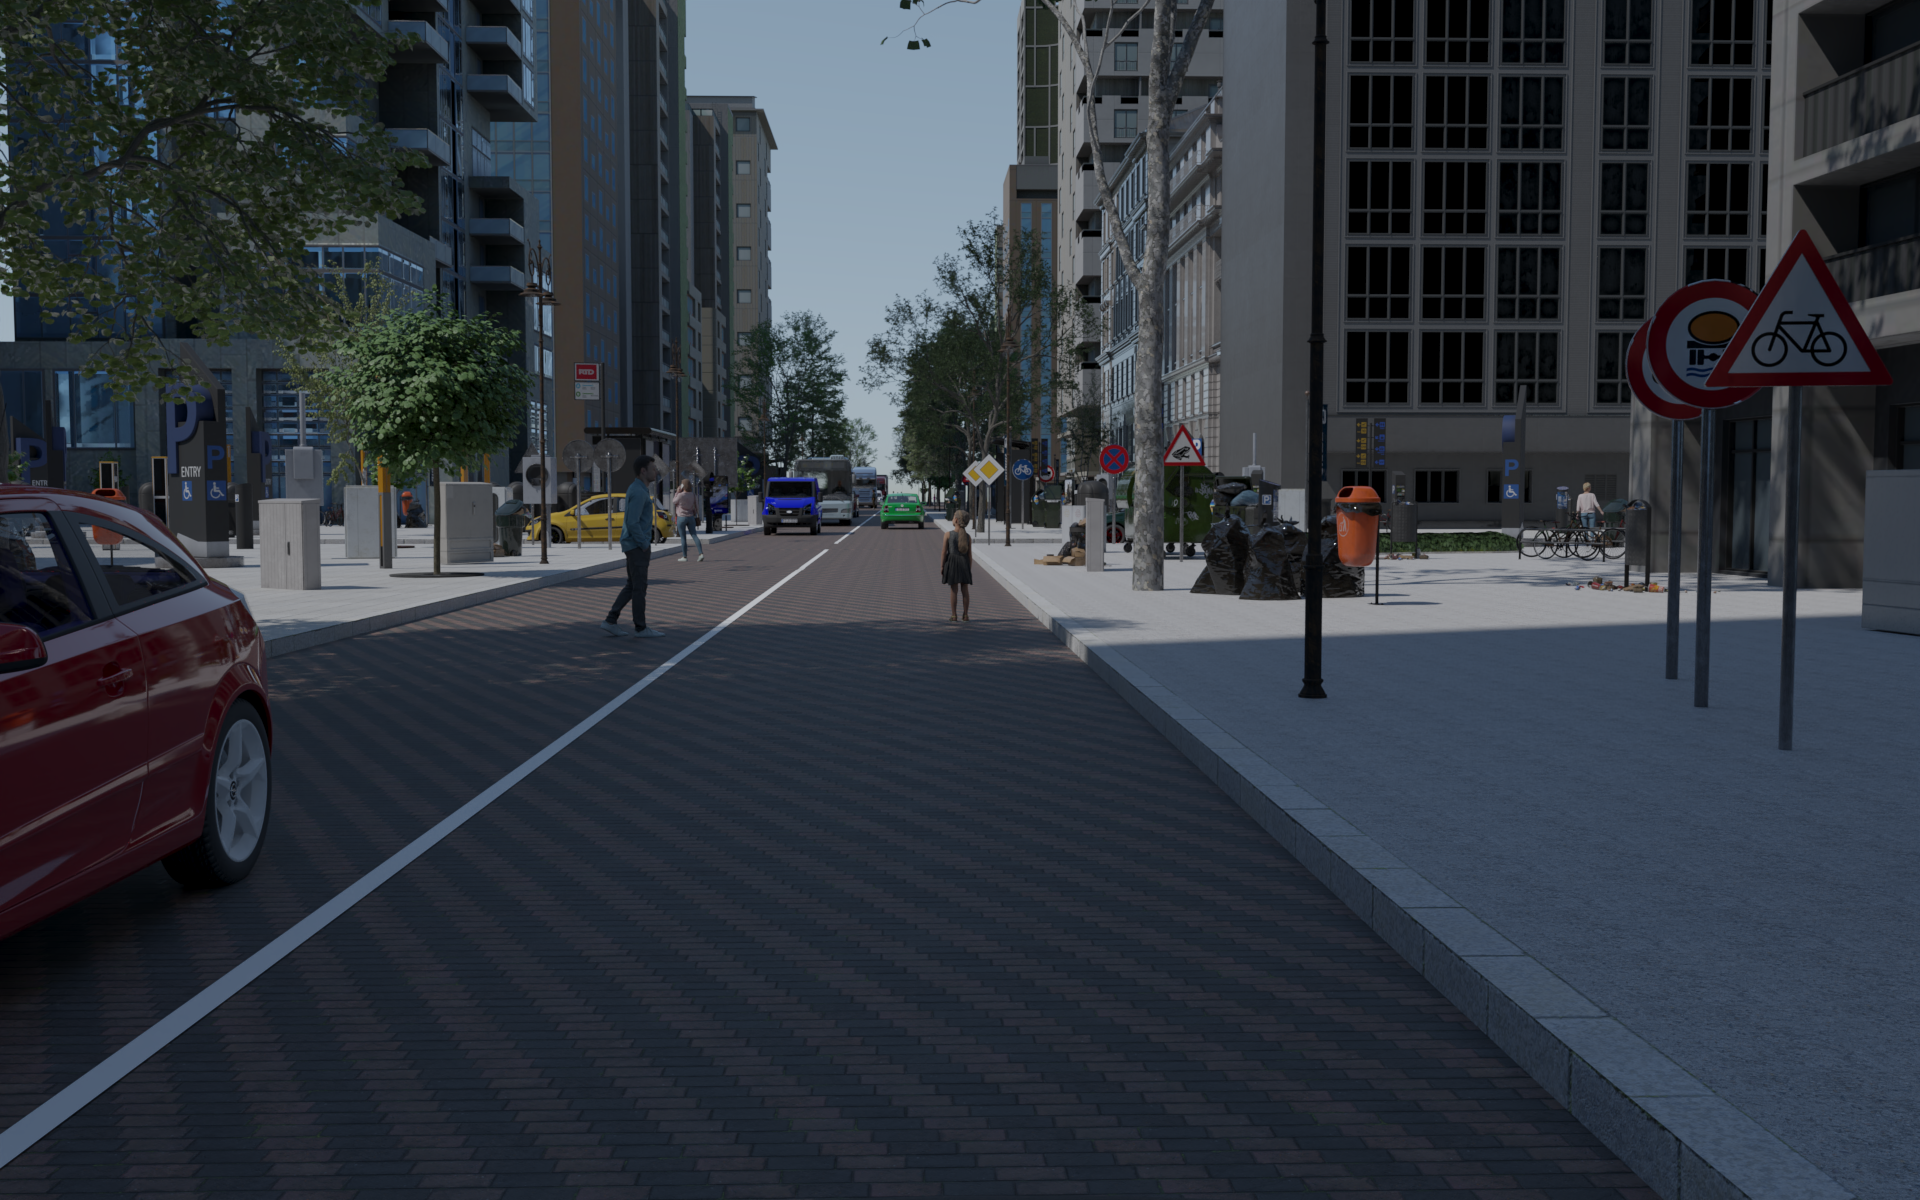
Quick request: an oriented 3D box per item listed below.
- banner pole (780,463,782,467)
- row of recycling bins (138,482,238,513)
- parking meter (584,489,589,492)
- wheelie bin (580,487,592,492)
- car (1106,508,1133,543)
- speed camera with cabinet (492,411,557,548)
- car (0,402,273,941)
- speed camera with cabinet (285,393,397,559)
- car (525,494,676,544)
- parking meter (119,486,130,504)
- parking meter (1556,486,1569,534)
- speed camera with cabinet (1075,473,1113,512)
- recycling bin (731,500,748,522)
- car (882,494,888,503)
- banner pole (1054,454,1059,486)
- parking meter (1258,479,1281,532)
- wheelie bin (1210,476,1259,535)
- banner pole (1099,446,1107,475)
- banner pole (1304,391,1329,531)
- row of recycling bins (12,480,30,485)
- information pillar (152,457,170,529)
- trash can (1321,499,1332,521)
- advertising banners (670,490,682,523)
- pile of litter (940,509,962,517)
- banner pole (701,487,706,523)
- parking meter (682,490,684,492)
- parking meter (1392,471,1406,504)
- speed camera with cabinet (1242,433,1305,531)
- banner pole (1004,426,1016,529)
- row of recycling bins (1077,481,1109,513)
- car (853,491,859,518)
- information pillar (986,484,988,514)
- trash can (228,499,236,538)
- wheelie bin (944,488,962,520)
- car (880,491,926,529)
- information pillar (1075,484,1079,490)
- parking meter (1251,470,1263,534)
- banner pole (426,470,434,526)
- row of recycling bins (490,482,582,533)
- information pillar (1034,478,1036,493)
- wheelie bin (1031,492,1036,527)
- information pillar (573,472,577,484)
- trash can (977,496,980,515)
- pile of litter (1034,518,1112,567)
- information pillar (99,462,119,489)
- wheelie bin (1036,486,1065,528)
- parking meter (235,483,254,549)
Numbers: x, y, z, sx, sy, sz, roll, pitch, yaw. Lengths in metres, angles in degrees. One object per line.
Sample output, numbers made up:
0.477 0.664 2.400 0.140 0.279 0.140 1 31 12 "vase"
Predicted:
-12.613 -8.085 122.207 0.401 3.779 0.863 -1 4 -10 "banner pole"
-26.965 -3.283 60.783 3.534 1.692 1.069 0 4 -7 "row of recycling bins"
-19.571 -5.028 90.621 0.372 1.533 0.369 0 3 0 "parking meter"
-16.204 -3.995 73.224 0.980 1.594 0.693 1 4 11 "wheelie bin"
5.313 -2.267 46.855 4.222 1.686 2.009 0 3 0 "car"
-10.648 -2.860 41.089 2.038 3.252 0.660 0 4 1 "speed camera with cabinet"
-3.460 0.253 4.903 2.155 1.783 4.494 0 4 -3 "car"
-12.242 -2.444 34.290 2.038 3.252 0.660 -1 4 -18 "speed camera with cabinet"
-9.719 -2.244 46.910 3.980 1.641 2.015 0 4 -3 "car"
-25.264 -2.683 52.283 0.372 1.533 0.369 0 3 0 "parking meter"
19.497 -2.915 56.074 0.372 1.533 0.369 0 3 0 "parking meter"
6.025 -5.123 78.102 2.038 3.252 0.660 3 5 41 "speed camera with cabinet"
-10.114 -4.105 79.676 0.722 1.027 0.722 -1 4 -20 "recycling bin"
-5.537 -8.272 145.036 2.009 1.686 4.222 0 4 -2 "car"
6.057 -7.272 108.910 0.401 3.779 0.863 2 4 28 "banner pole"
5.188 -1.261 29.035 0.372 1.533 0.369 0 3 0 "parking meter"
4.824 -1.378 30.435 0.980 1.594 0.693 2 4 25 "wheelie bin"
7.395 -6.088 89.549 0.401 3.779 0.863 3 5 45 "banner pole"
8.633 -3.193 42.215 0.863 3.779 0.401 -2 4 -27 "banner pole"
-29.289 -2.710 51.414 1.069 1.692 3.534 2 4 34 "row of recycling bins"
-15.730 -1.820 34.244 0.304 2.012 0.304 0 4 5 "information pillar"
11.480 -2.656 55.081 0.748 1.137 0.748 0 3 0 "trash can"
-11.308 -4.470 69.275 2.074 3.025 0.090 2 4 35 "advertising banners"
-0.251 -5.151 98.175 1.719 0.858 1.176 2 4 33 "pile of litter"
-11.180 -5.296 76.610 0.863 3.779 0.401 -3 4 -36 "banner pole"
-13.192 -4.749 83.360 0.399 1.863 0.255 1 4 20 "parking meter"
11.138 -2.342 44.008 0.255 1.863 0.399 0 4 -2 "parking meter"
10.233 -3.790 56.298 2.038 3.252 0.660 0 4 2 "speed camera with cabinet"
1.790 -4.545 64.325 0.401 3.779 0.863 -1 4 -20 "banner pole"
4.182 -2.906 54.620 1.069 1.692 3.534 0 4 4 "row of recycling bins"
-7.312 -6.008 106.905 2.281 1.827 5.304 0 4 -1 "car"
1.605 -7.043 106.504 0.183 3.616 0.504 1 4 15 "information pillar"
-21.532 -2.395 50.819 0.748 1.137 0.748 0 3 0 "trash can"
-0.340 -4.740 85.406 0.693 1.594 0.980 -2 4 -34 "wheelie bin"
-2.377 -3.868 72.038 1.959 1.807 4.718 0 4 -1 "car"
8.180 -7.099 120.567 0.304 2.012 0.304 2 4 26 "information pillar"
7.174 -2.212 41.877 0.255 1.863 0.399 1 4 17 "parking meter"
-21.201 -4.855 69.393 0.401 3.779 0.863 2 4 30 "banner pole"
-14.403 -3.124 58.196 3.534 1.692 1.069 -2 4 -34 "row of recycling bins"
3.238 -4.455 77.332 0.304 2.012 0.304 0 4 5 "information pillar"
3.096 -3.625 67.169 0.693 1.594 0.980 0 4 2 "wheelie bin"
-19.836 -5.998 89.421 0.183 3.616 0.504 1 4 14 "information pillar"
0.915 -5.563 102.605 0.748 1.137 0.748 0 3 0 "trash can"
2.020 -1.058 31.258 1.176 0.858 1.719 -1 4 -21 "pile of litter"
-19.355 -2.137 39.435 0.304 2.012 0.304 0 4 -7 "information pillar"
3.438 -3.479 64.783 0.980 1.594 0.693 0 4 3 "wheelie bin"
-16.690 -1.956 40.392 0.372 1.533 0.369 0 3 0 "parking meter"
